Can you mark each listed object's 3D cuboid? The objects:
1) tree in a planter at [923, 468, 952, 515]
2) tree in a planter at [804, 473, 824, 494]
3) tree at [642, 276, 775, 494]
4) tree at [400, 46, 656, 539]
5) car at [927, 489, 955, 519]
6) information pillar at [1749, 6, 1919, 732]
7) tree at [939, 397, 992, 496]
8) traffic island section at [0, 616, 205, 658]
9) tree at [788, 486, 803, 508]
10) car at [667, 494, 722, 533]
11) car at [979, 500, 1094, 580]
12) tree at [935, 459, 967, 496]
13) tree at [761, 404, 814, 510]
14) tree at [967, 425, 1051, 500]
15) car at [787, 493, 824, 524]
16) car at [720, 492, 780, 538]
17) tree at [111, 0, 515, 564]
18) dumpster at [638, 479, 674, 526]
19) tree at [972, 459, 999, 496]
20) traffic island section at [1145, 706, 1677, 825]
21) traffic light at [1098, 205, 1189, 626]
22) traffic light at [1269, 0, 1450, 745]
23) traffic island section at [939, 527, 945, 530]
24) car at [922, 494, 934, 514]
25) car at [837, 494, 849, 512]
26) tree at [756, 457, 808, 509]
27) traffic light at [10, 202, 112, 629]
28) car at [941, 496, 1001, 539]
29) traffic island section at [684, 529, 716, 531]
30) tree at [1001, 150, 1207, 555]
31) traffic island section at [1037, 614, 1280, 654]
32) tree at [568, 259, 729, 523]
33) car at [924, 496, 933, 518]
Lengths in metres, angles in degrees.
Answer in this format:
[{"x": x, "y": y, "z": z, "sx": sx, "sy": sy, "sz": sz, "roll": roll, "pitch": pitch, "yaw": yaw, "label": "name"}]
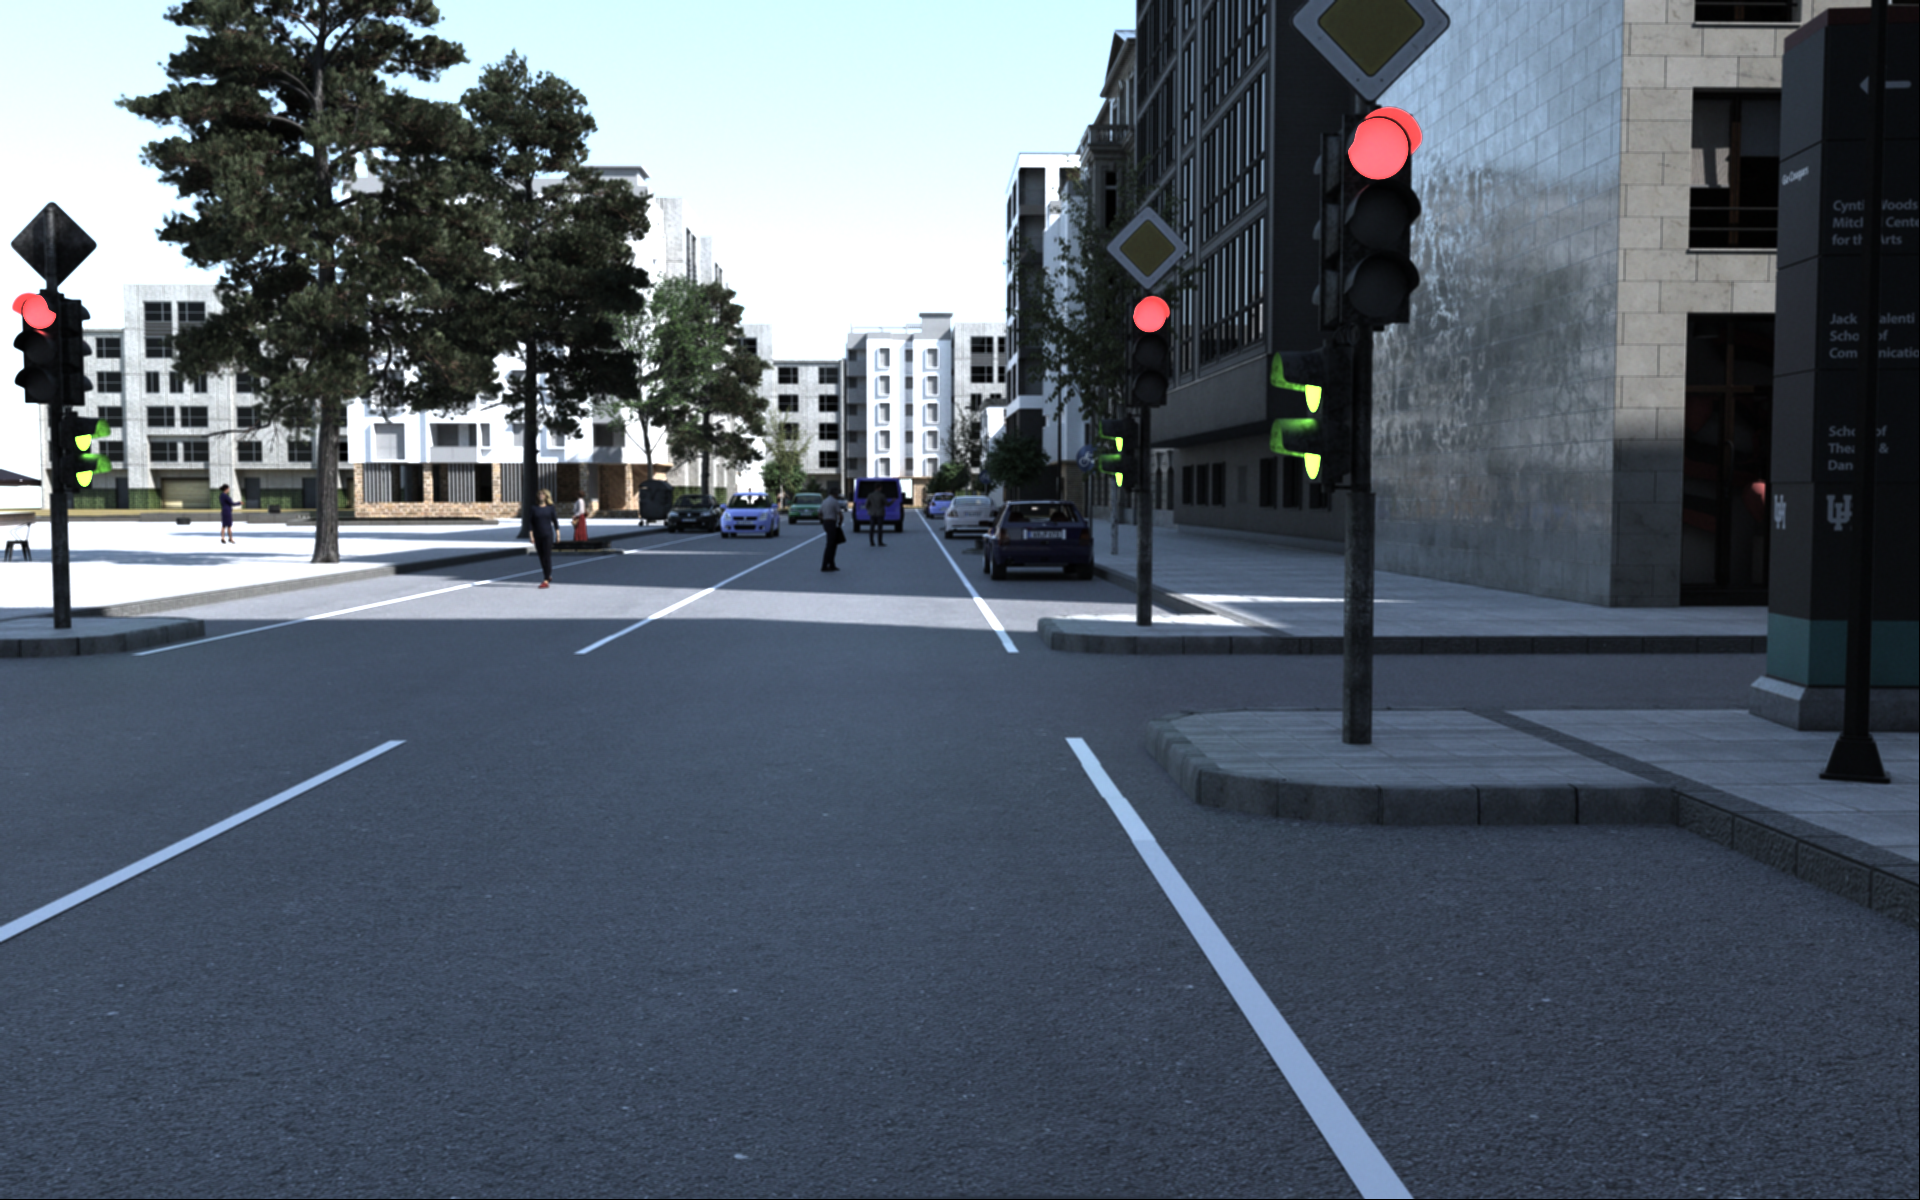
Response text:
[{"x": -1.391, "y": -7.451, "z": 119.041, "sx": 1.991, "sy": 3.239, "sz": 1.994, "roll": 0, "pitch": 4, "yaw": -2, "label": "tree in a planter"}, {"x": -12.346, "y": -9.076, "z": 145.612, "sx": 1.991, "sy": 3.239, "sz": 1.994, "roll": 0, "pitch": 4, "yaw": -2, "label": "tree in a planter"}, {"x": -12.801, "y": -10.080, "z": 86.860, "sx": 6.751, "sy": 12.117, "sz": 7.091, "roll": 0, "pitch": 3, "yaw": 0, "label": "tree"}, {"x": -12.252, "y": -8.723, "z": 50.046, "sx": 7.806, "sy": 13.903, "sz": 7.818, "roll": 0, "pitch": 3, "yaw": 0, "label": "tree"}, {"x": -0.940, "y": -5.610, "z": 101.314, "sx": 1.945, "sy": 1.707, "sz": 3.694, "roll": 0, "pitch": 4, "yaw": -2, "label": "car"}, {"x": 4.948, "y": -1.237, "z": 9.596, "sx": 0.750, "sy": 3.857, "sz": 0.750, "roll": 0, "pitch": 4, "yaw": 5, "label": "information pillar"}, {"x": 0.466, "y": -11.097, "z": 131.794, "sx": 4.360, "sy": 8.622, "sz": 3.978, "roll": 0, "pitch": 3, "yaw": 0, "label": "tree"}, {"x": -8.617, "y": 0.348, "z": 16.599, "sx": 2.009, "sy": 0.180, "sz": 2.903, "roll": 0, "pitch": 4, "yaw": -2, "label": "traffic island section"}, {"x": -15.525, "y": -10.276, "z": 162.609, "sx": 1.663, "sy": 3.219, "sz": 1.824, "roll": 0, "pitch": 3, "yaw": 0, "label": "tree"}, {"x": -9.975, "y": -3.395, "z": 65.287, "sx": 2.009, "sy": 1.686, "sz": 4.222, "roll": 0, "pitch": 4, "yaw": -2, "label": "car"}, {"x": 1.320, "y": -1.081, "z": 30.259, "sx": 1.945, "sy": 1.354, "sz": 3.894, "roll": 0, "pitch": 4, "yaw": -2, "label": "car"}, {"x": -0.756, "y": -11.002, "z": 163.600, "sx": 4.285, "sy": 4.588, "sz": 4.351, "roll": 0, "pitch": 3, "yaw": 0, "label": "tree"}, {"x": -14.283, "y": -11.625, "z": 140.438, "sx": 4.737, "sy": 8.622, "sz": 4.395, "roll": 0, "pitch": 3, "yaw": 0, "label": "tree"}, {"x": 2.691, "y": -6.039, "z": 82.459, "sx": 4.285, "sy": 4.588, "sz": 4.351, "roll": 0, "pitch": 3, "yaw": 0, "label": "tree"}, {"x": -7.354, "y": -4.596, "z": 83.942, "sx": 1.959, "sy": 1.807, "sz": 4.718, "roll": 0, "pitch": 4, "yaw": -2, "label": "car"}, {"x": -6.989, "y": -2.948, "z": 57.785, "sx": 1.945, "sy": 1.707, "sz": 3.694, "roll": 0, "pitch": 4, "yaw": -1, "label": "car"}, {"x": -11.730, "y": -6.724, "z": 31.986, "sx": 6.751, "sy": 12.117, "sz": 7.091, "roll": 0, "pitch": 3, "yaw": 0, "label": "tree"}, {"x": -12.192, "y": -3.891, "z": 69.375, "sx": 1.264, "sy": 1.857, "sz": 1.865, "roll": 0, "pitch": 4, "yaw": -2, "label": "dumpster"}, {"x": 1.503, "y": -6.087, "z": 94.121, "sx": 1.663, "sy": 3.219, "sz": 1.824, "roll": 0, "pitch": 3, "yaw": 0, "label": "tree"}, {"x": 2.071, "y": 0.816, "z": 8.940, "sx": 2.009, "sy": 0.180, "sz": 2.903, "roll": 0, "pitch": 4, "yaw": -2, "label": "traffic island section"}, {"x": 1.779, "y": -1.686, "z": 16.807, "sx": 0.839, "sy": 4.213, "sz": 0.868, "roll": 0, "pitch": 4, "yaw": -2, "label": "traffic light"}, {"x": 2.030, "y": -1.198, "z": 8.826, "sx": 0.839, "sy": 4.213, "sz": 0.868, "roll": 0, "pitch": 4, "yaw": -2, "label": "traffic light"}, {"x": 0.174, "y": -2.840, "z": 69.306, "sx": 1.991, "sy": 0.108, "sz": 1.994, "roll": 0, "pitch": 4, "yaw": -2, "label": "traffic island section"}, {"x": -1.761, "y": -7.058, "z": 125.618, "sx": 2.015, "sy": 1.641, "sz": 3.980, "roll": 0, "pitch": 4, "yaw": -3, "label": "car"}, {"x": -10.179, "y": -8.044, "z": 143.523, "sx": 2.014, "sy": 1.417, "sz": 4.499, "roll": 0, "pitch": 4, "yaw": -2, "label": "car"}, {"x": -15.810, "y": -10.102, "z": 148.882, "sx": 4.285, "sy": 4.588, "sz": 4.351, "roll": 0, "pitch": 3, "yaw": 0, "label": "tree"}, {"x": -8.576, "y": -1.665, "z": 16.467, "sx": 0.839, "sy": 4.213, "sz": 0.868, "roll": 0, "pitch": 4, "yaw": -2, "label": "traffic light"}, {"x": 0.415, "y": -2.735, "z": 57.086, "sx": 2.083, "sy": 1.381, "sz": 4.827, "roll": 0, "pitch": 4, "yaw": 0, "label": "car"}, {"x": -9.919, "y": -2.802, "z": 68.671, "sx": 1.991, "sy": 0.108, "sz": 1.994, "roll": 0, "pitch": 4, "yaw": -2, "label": "traffic island section"}, {"x": 3.032, "y": -5.269, "z": 36.518, "sx": 4.737, "sy": 8.622, "sz": 4.395, "roll": 0, "pitch": 3, "yaw": 0, "label": "tree"}, {"x": 1.820, "y": 0.328, "z": 16.921, "sx": 2.009, "sy": 0.180, "sz": 2.903, "roll": 0, "pitch": 4, "yaw": -2, "label": "traffic island section"}, {"x": -13.714, "y": -9.180, "z": 75.850, "sx": 9.928, "sy": 11.665, "sz": 9.643, "roll": 0, "pitch": 3, "yaw": 0, "label": "tree"}, {"x": -1.216, "y": -5.684, "z": 105.516, "sx": 1.945, "sy": 1.354, "sz": 3.894, "roll": 0, "pitch": 4, "yaw": -1, "label": "car"}]
